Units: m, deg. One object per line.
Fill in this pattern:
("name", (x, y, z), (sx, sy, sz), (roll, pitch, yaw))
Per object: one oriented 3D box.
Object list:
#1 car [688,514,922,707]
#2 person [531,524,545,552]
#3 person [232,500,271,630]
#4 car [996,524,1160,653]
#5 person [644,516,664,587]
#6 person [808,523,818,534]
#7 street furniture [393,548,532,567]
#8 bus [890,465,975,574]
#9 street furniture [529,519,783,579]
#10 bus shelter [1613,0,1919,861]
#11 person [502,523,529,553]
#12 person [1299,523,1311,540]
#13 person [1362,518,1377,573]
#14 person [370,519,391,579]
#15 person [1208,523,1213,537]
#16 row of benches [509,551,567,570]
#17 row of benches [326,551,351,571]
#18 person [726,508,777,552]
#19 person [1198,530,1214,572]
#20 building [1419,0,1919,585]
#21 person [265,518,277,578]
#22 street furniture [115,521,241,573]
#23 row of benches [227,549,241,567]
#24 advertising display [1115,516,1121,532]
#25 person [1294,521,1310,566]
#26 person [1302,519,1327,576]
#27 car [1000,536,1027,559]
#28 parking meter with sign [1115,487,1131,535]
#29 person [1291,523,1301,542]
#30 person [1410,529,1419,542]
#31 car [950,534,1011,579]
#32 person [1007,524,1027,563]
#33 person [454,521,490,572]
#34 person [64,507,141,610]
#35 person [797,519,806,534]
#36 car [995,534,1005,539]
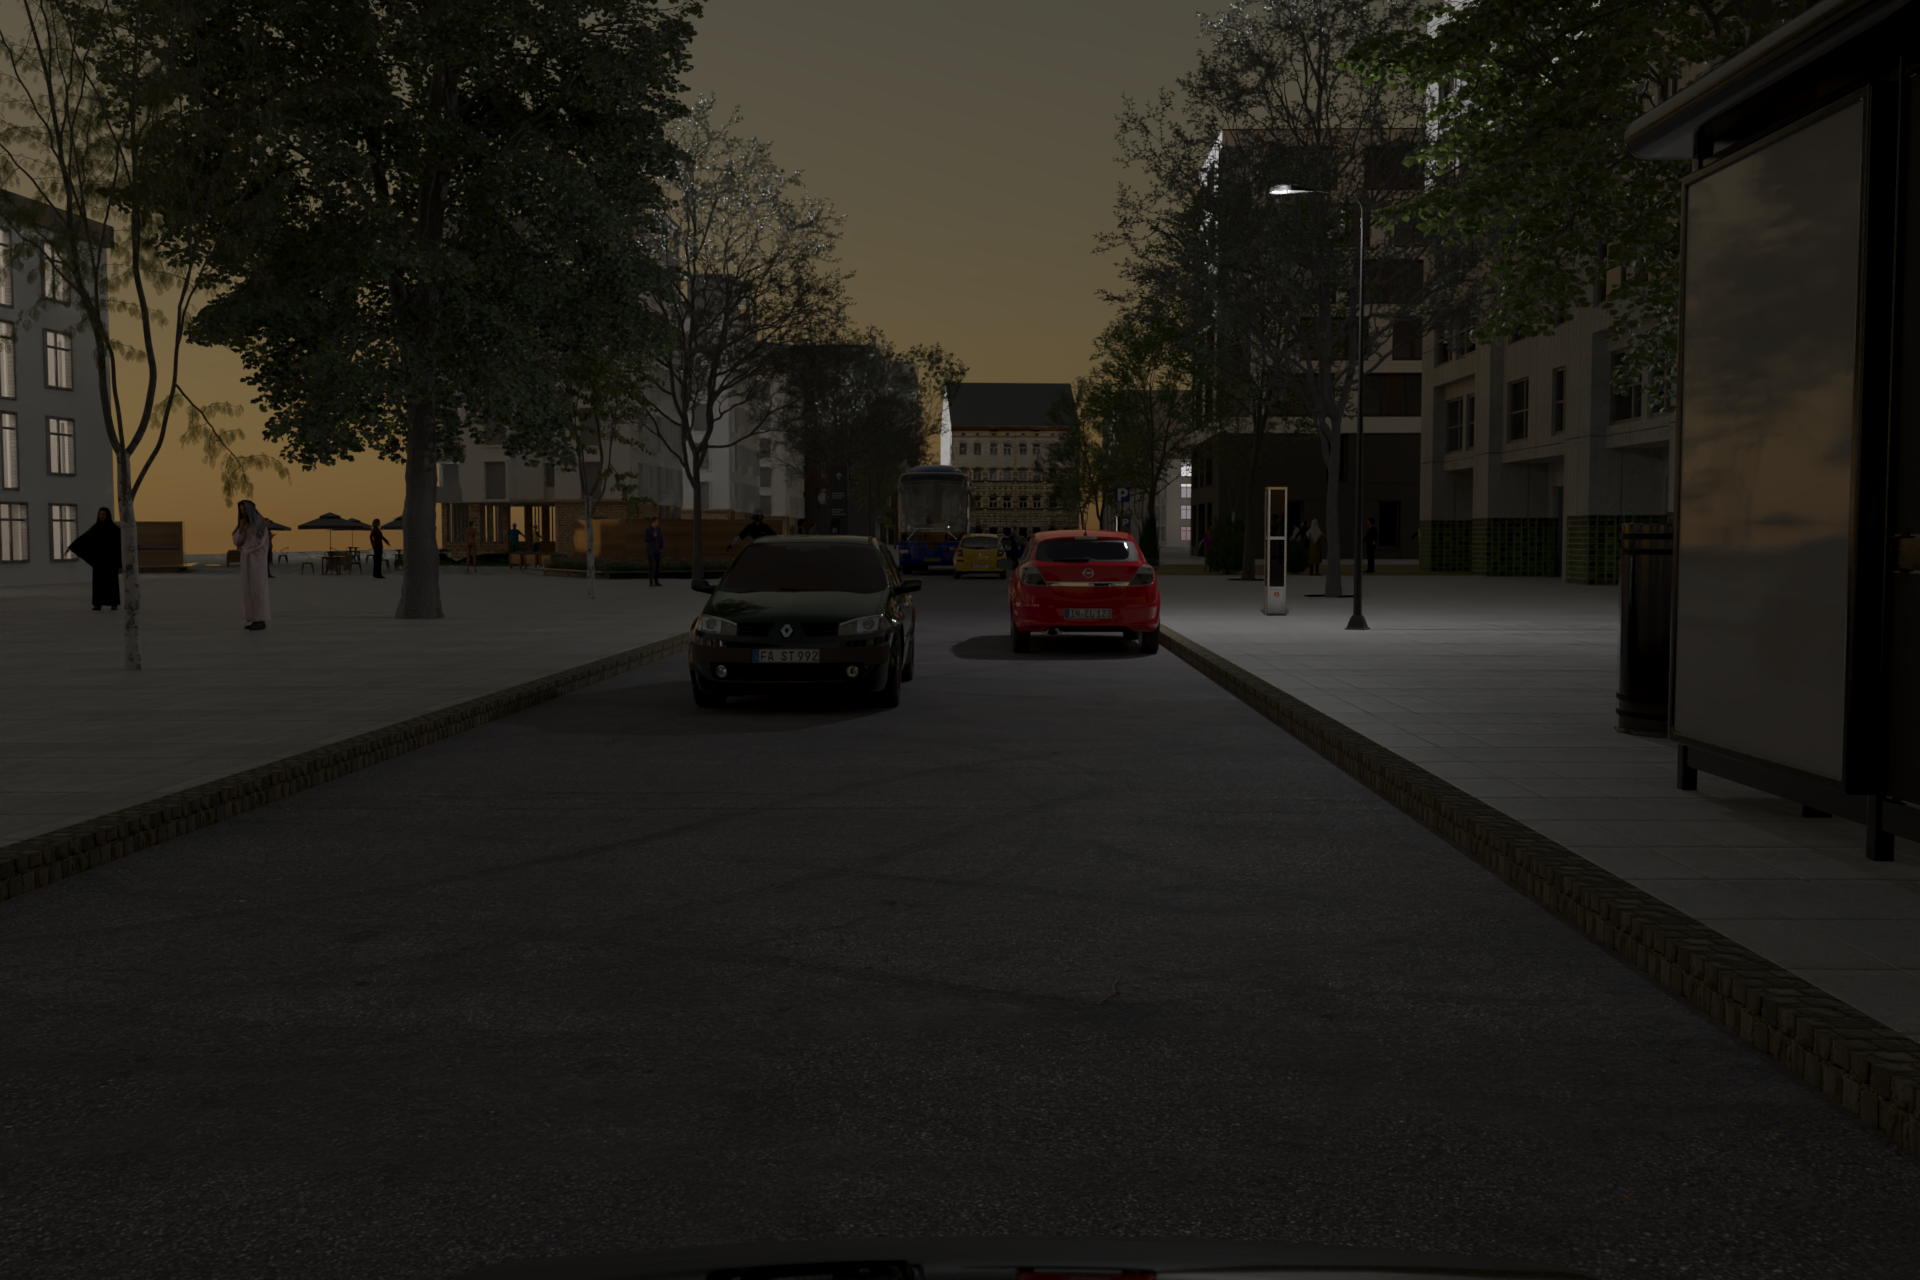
("car", (-1.324, -0.354, 15.578), (2.009, 1.686, 4.222), (0, 4, 1))
("person", (-21.429, -4.976, 87.821), (0.721, 1.772, 1.216), (-3, 5, -44))
("person", (-9.519, -1.012, 23.257), (0.551, 1.740, 0.621), (1, 4, 10))
("car", (1.542, -0.813, 22.335), (2.155, 1.783, 4.494), (0, 4, 1))
("person", (-7.497, -2.170, 42.438), (0.541, 1.710, 0.530), (-2, 4, -35))
("person", (-6.550, -4.373, 77.762), (0.705, 1.796, 1.348), (-2, 4, -34))
("street furniture", (-20.013, -3.421, 71.565), (5.734, 0.657, 10.072), (0, 4, -6))
("bus", (-0.791, -4.498, 65.084), (2.896, 3.916, 12.251), (0, 4, 2))
("street furniture", (-9.562, -2.781, 52.326), (9.812, 1.723, 11.010), (-2, 4, -31))
("bus shelter", (4.385, -1.803, 7.112), (2.179, 5.291, 8.768), (0, 4, 1))
("person", (-21.549, -4.755, 83.874), (1.347, 1.817, 0.704), (0, 4, 0))
("person", (17.108, -4.934, 86.438), (1.354, 1.858, 0.705), (-1, 4, -12))
("person", (13.614, -3.139, 57.510), (0.705, 1.806, 1.347), (0, 4, -5))
("person", (-16.770, -2.647, 50.086), (0.721, 1.729, 1.215), (-3, 5, -41))
("person", (12.564, -4.911, 86.436), (0.704, 1.812, 1.346), (2, 4, 31))
("row of benches", (-15.352, -2.899, 62.860), (1.422, 0.672, 4.104), (-2, 4, -35))
("row of benches", (-22.426, -2.879, 62.540), (1.422, 0.672, 4.104), (-1, 4, -16))
("person", (-4.402, -1.948, 37.719), (1.351, 1.845, 0.704), (0, 4, -6))
("person", (8.357, -2.979, 57.974), (0.991, 1.433, 0.599), (-2, 4, -30))
("building", (24.074, -10.868, 44.156), (16.747, 18.905, 31.486), (0, 4, 1))
("person", (-20.134, -2.695, 50.641), (0.750, 1.759, 0.617), (1, 4, 16))
("street furniture", (-30.409, -3.225, 59.587), (11.010, 1.723, 9.812), (-1, 4, -22))
("row of benches", (-28.674, -3.246, 68.530), (1.422, 0.672, 4.104), (-1, 4, -22))
("advertising display", (5.613, -3.447, 61.579), (0.123, 1.923, 0.974), (0, 4, 2))
("person", (13.415, -3.724, 67.112), (0.704, 1.802, 1.346), (-3, 4, -38))
("person", (10.991, -2.848, 53.333), (0.721, 1.736, 1.217), (-2, 4, -35))
("car", (2.651, -4.571, 87.308), (1.945, 1.354, 3.894), (0, 4, 1))
("parking meter with sign", (6.059, -4.142, 63.983), (0.543, 3.016, 1.738), (0, 4, 1))
("person", (15.720, -4.586, 81.166), (0.705, 1.806, 1.347), (2, 4, 30))
("person", (19.847, -4.169, 74.129), (1.349, 1.833, 0.705), (3, 4, 39))
("car", (0.661, -2.826, 56.424), (2.015, 1.641, 3.980), (0, 4, 1))
("person", (2.227, -3.737, 69.412), (0.705, 1.847, 1.347), (-2, 4, -32))
("person", (-16.442, -3.152, 58.345), (1.217, 1.733, 0.721), (0, 4, -2))
("person", (-14.398, -1.366, 29.115), (1.214, 1.737, 0.721), (-1, 4, -9))
("person", (-5.661, -3.440, 62.393), (0.704, 1.843, 1.345), (1, 4, 12))
("car", (3.503, -9.057, 159.874), (2.131, 1.459, 4.920), (0, 4, 0))
